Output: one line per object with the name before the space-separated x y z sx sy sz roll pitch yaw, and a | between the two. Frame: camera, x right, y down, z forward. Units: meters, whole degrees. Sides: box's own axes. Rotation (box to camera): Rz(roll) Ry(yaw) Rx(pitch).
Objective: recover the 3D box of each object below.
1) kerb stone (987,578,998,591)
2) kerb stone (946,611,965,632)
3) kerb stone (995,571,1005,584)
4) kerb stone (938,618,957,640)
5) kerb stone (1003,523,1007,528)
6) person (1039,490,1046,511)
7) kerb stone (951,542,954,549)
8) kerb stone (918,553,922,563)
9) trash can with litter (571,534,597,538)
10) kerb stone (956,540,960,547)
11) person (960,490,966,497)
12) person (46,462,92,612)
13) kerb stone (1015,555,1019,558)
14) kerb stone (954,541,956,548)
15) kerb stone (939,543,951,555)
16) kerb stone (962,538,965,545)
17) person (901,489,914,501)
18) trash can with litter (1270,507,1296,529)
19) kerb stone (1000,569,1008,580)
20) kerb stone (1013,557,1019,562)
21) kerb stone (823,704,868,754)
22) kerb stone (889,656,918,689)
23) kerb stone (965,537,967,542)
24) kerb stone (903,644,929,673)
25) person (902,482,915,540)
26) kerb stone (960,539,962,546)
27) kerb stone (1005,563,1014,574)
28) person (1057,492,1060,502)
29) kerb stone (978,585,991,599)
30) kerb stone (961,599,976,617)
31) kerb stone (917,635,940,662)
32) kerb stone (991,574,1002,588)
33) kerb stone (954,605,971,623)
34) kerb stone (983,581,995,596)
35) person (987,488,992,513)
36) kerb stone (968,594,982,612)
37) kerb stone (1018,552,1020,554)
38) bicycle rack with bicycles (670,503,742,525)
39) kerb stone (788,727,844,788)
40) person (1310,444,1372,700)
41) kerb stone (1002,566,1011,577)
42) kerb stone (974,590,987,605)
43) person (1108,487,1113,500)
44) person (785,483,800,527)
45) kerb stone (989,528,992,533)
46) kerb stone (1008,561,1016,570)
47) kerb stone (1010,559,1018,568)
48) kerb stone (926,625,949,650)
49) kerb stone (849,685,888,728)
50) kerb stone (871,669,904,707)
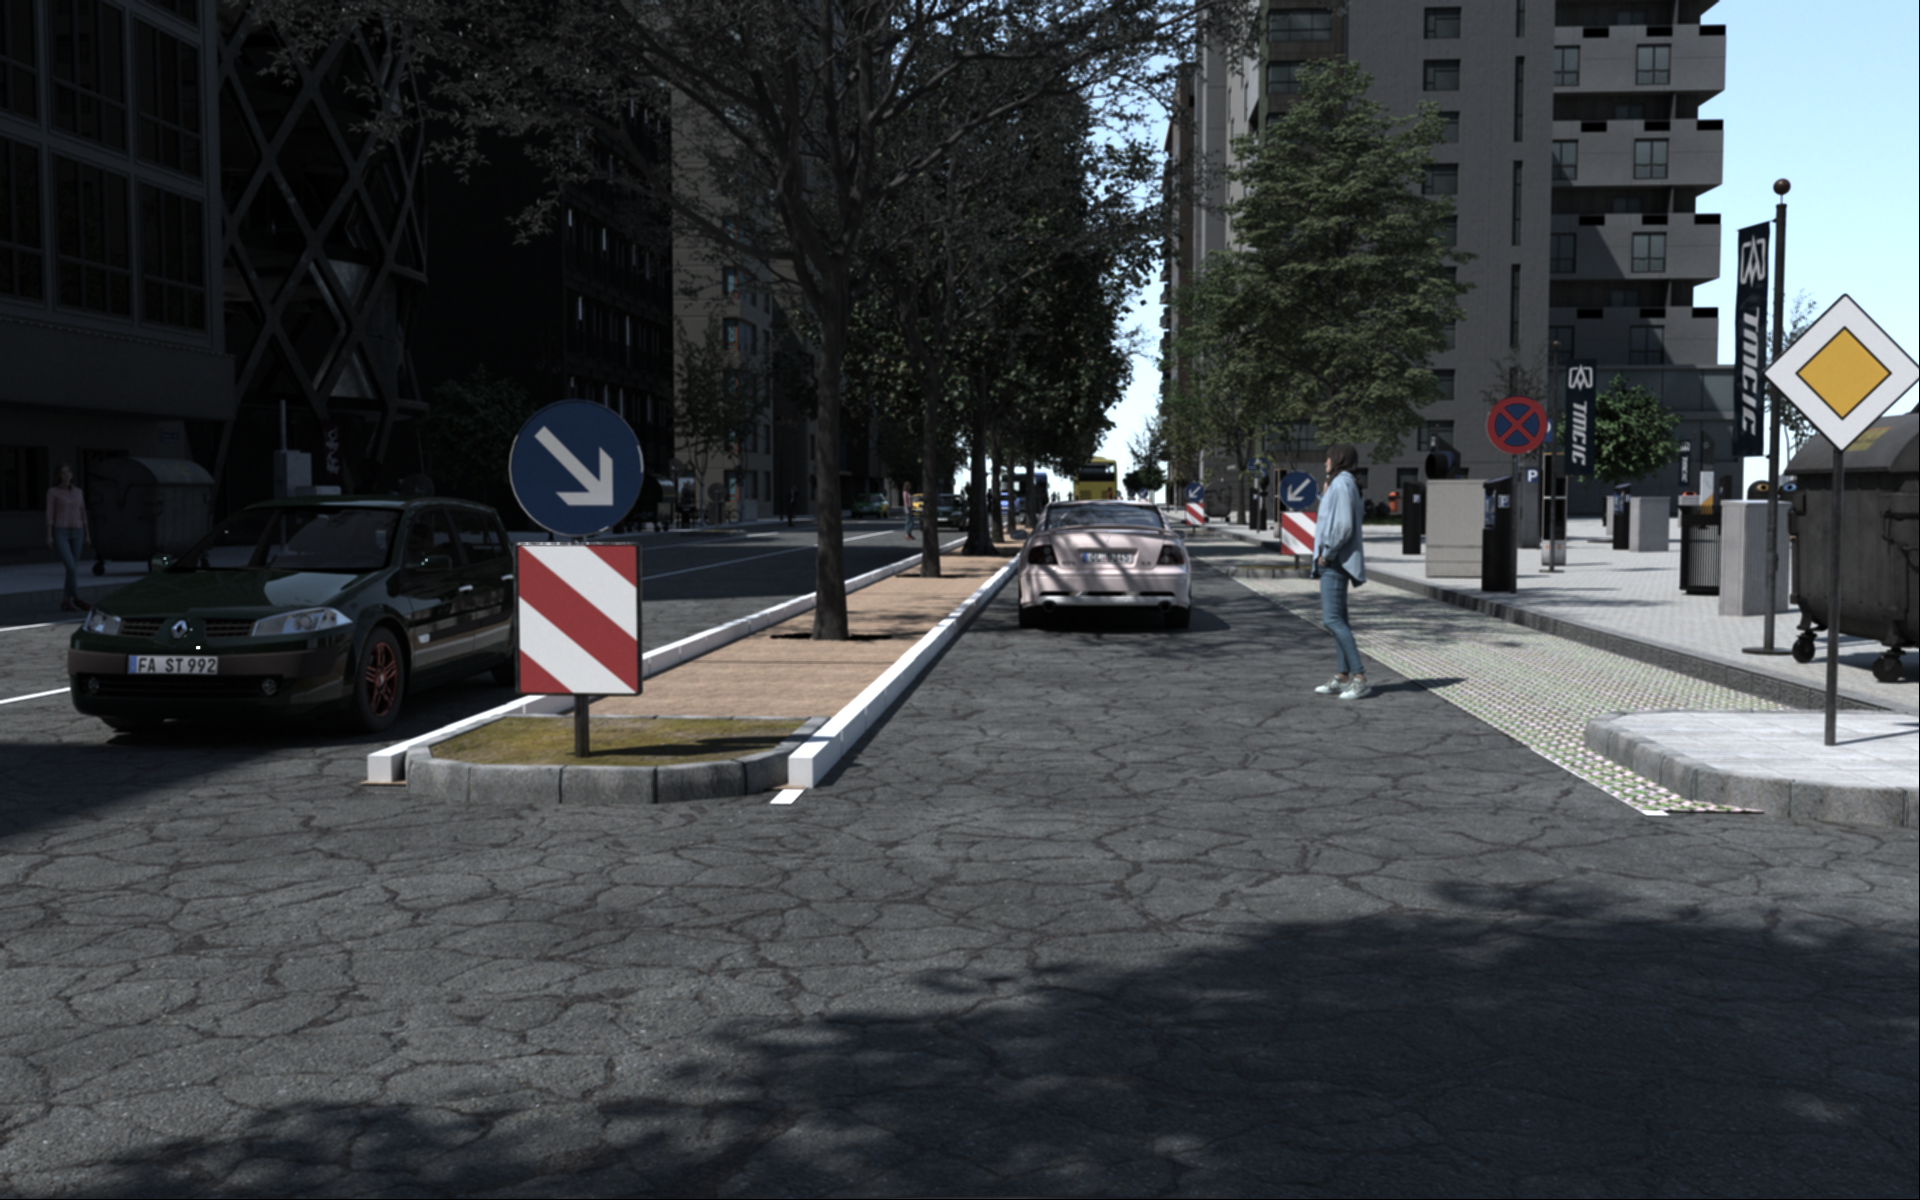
kerb stone | 0.435 -0.186 25.274 0.120 0.150 1.000 0 4 4
kerb stone | -0.073 0.248 18.136 0.120 0.150 1.000 0 4 4
kerb stone | 0.594 -0.313 27.311 0.120 0.150 1.000 0 4 4
kerb stone | -0.154 0.311 17.116 0.120 0.150 1.000 0 4 4
kerb stone | 2.120 -3.386 77.587 0.120 0.150 1.000 0 4 4
person | 6.874 -8.269 144.404 0.721 1.736 1.217 2 4 28
kerb stone | -0.318 -1.318 43.821 0.120 0.150 1.000 0 4 4
kerb stone | -0.918 -0.822 35.631 0.120 0.150 1.000 0 4 4
trash can with litter | -11.124 -2.440 51.276 1.055 1.170 0.624 3 5 44
kerb stone | -0.174 -1.447 45.869 0.120 0.150 1.000 0 4 4
person | 0.165 -6.918 122.274 0.621 1.740 0.551 0 4 -4
person | -10.897 -0.772 21.129 0.388 1.821 0.555 1 4 22
kerb stone | 1.109 -0.751 34.476 0.120 0.150 1.000 0 4 4
kerb stone | -0.253 -1.384 44.840 0.120 0.150 1.000 0 4 4
kerb stone | -0.393 -1.259 42.801 0.120 0.150 1.000 0 4 4
kerb stone | -0.031 -1.573 47.917 0.120 0.150 1.000 0 4 4
person | -3.639 -7.204 126.375 1.348 1.812 0.705 1 4 18
trash can with litter | 11.759 -3.217 63.651 2.233 1.210 1.678 0 4 -1
kerb stone | 0.659 -0.375 28.331 0.120 0.150 1.000 0 4 4
kerb stone | 1.026 -0.689 33.454 0.120 0.150 1.000 0 4 4
kerb stone | -0.667 0.748 9.965 0.120 0.150 1.000 0 4 4
kerb stone | -0.443 0.562 13.027 0.120 0.150 1.000 0 4 4
kerb stone | 0.046 -1.630 48.940 0.120 0.150 1.000 0 4 4
kerb stone | -0.376 0.498 14.050 0.120 0.150 1.000 0 4 4
person | -1.610 -2.801 54.308 0.388 1.821 0.555 0 4 3
kerb stone | -0.100 -1.510 46.897 0.120 0.150 1.000 0 4 4
kerb stone | 0.815 -0.501 30.385 0.120 0.150 1.000 0 4 4
person | 13.435 -13.765 234.345 0.721 1.735 1.217 0 4 -5
kerb stone | 0.291 -0.061 23.235 0.120 0.150 1.000 0 4 4
kerb stone | 0.069 0.125 20.176 0.120 0.150 1.000 0 4 4
kerb stone | -0.302 0.440 15.070 0.120 0.150 1.000 0 4 4
kerb stone | 0.515 -0.251 26.292 0.120 0.150 1.000 0 4 4
kerb stone | -0.002 0.186 19.157 0.120 0.150 1.000 0 4 4
kerb stone | 0.370 -0.126 24.254 0.120 0.150 1.000 0 4 4
person | 2.260 -7.432 129.643 0.705 1.869 1.348 -1 4 -17
kerb stone | 0.150 0.061 21.195 0.120 0.150 1.000 0 4 4
kerb stone | 1.257 -0.875 36.520 0.120 0.150 1.000 0 4 4
bicycle rack with bicycles | -10.836 -3.623 72.617 2.925 0.926 2.852 0 4 6
kerb stone | -0.741 0.811 8.937 0.120 0.150 1.000 0 4 4
person | 2.730 -0.219 12.344 0.793 1.790 0.793 -1 4 -17
kerb stone | 0.745 -0.438 29.356 0.120 0.150 1.000 0 4 4
kerb stone | 0.219 0.005 22.216 0.120 0.150 1.000 0 4 4
person | 8.757 -5.639 100.634 0.705 1.831 1.348 1 4 13
person | -7.418 -4.216 76.793 0.474 1.900 0.648 2 4 32
kerb stone | 1.309 -2.698 66.328 0.120 0.150 1.000 0 4 4
kerb stone | 0.887 -0.564 31.410 0.120 0.150 1.000 0 4 4
kerb stone | 0.954 -0.626 32.430 0.120 0.150 1.000 0 4 4
kerb stone | -0.229 0.373 16.089 0.120 0.150 1.000 0 4 4
kerb stone | -0.591 0.686 10.986 0.120 0.150 1.000 0 4 4
kerb stone | -0.517 0.624 12.005 0.120 0.150 1.000 0 4 4
